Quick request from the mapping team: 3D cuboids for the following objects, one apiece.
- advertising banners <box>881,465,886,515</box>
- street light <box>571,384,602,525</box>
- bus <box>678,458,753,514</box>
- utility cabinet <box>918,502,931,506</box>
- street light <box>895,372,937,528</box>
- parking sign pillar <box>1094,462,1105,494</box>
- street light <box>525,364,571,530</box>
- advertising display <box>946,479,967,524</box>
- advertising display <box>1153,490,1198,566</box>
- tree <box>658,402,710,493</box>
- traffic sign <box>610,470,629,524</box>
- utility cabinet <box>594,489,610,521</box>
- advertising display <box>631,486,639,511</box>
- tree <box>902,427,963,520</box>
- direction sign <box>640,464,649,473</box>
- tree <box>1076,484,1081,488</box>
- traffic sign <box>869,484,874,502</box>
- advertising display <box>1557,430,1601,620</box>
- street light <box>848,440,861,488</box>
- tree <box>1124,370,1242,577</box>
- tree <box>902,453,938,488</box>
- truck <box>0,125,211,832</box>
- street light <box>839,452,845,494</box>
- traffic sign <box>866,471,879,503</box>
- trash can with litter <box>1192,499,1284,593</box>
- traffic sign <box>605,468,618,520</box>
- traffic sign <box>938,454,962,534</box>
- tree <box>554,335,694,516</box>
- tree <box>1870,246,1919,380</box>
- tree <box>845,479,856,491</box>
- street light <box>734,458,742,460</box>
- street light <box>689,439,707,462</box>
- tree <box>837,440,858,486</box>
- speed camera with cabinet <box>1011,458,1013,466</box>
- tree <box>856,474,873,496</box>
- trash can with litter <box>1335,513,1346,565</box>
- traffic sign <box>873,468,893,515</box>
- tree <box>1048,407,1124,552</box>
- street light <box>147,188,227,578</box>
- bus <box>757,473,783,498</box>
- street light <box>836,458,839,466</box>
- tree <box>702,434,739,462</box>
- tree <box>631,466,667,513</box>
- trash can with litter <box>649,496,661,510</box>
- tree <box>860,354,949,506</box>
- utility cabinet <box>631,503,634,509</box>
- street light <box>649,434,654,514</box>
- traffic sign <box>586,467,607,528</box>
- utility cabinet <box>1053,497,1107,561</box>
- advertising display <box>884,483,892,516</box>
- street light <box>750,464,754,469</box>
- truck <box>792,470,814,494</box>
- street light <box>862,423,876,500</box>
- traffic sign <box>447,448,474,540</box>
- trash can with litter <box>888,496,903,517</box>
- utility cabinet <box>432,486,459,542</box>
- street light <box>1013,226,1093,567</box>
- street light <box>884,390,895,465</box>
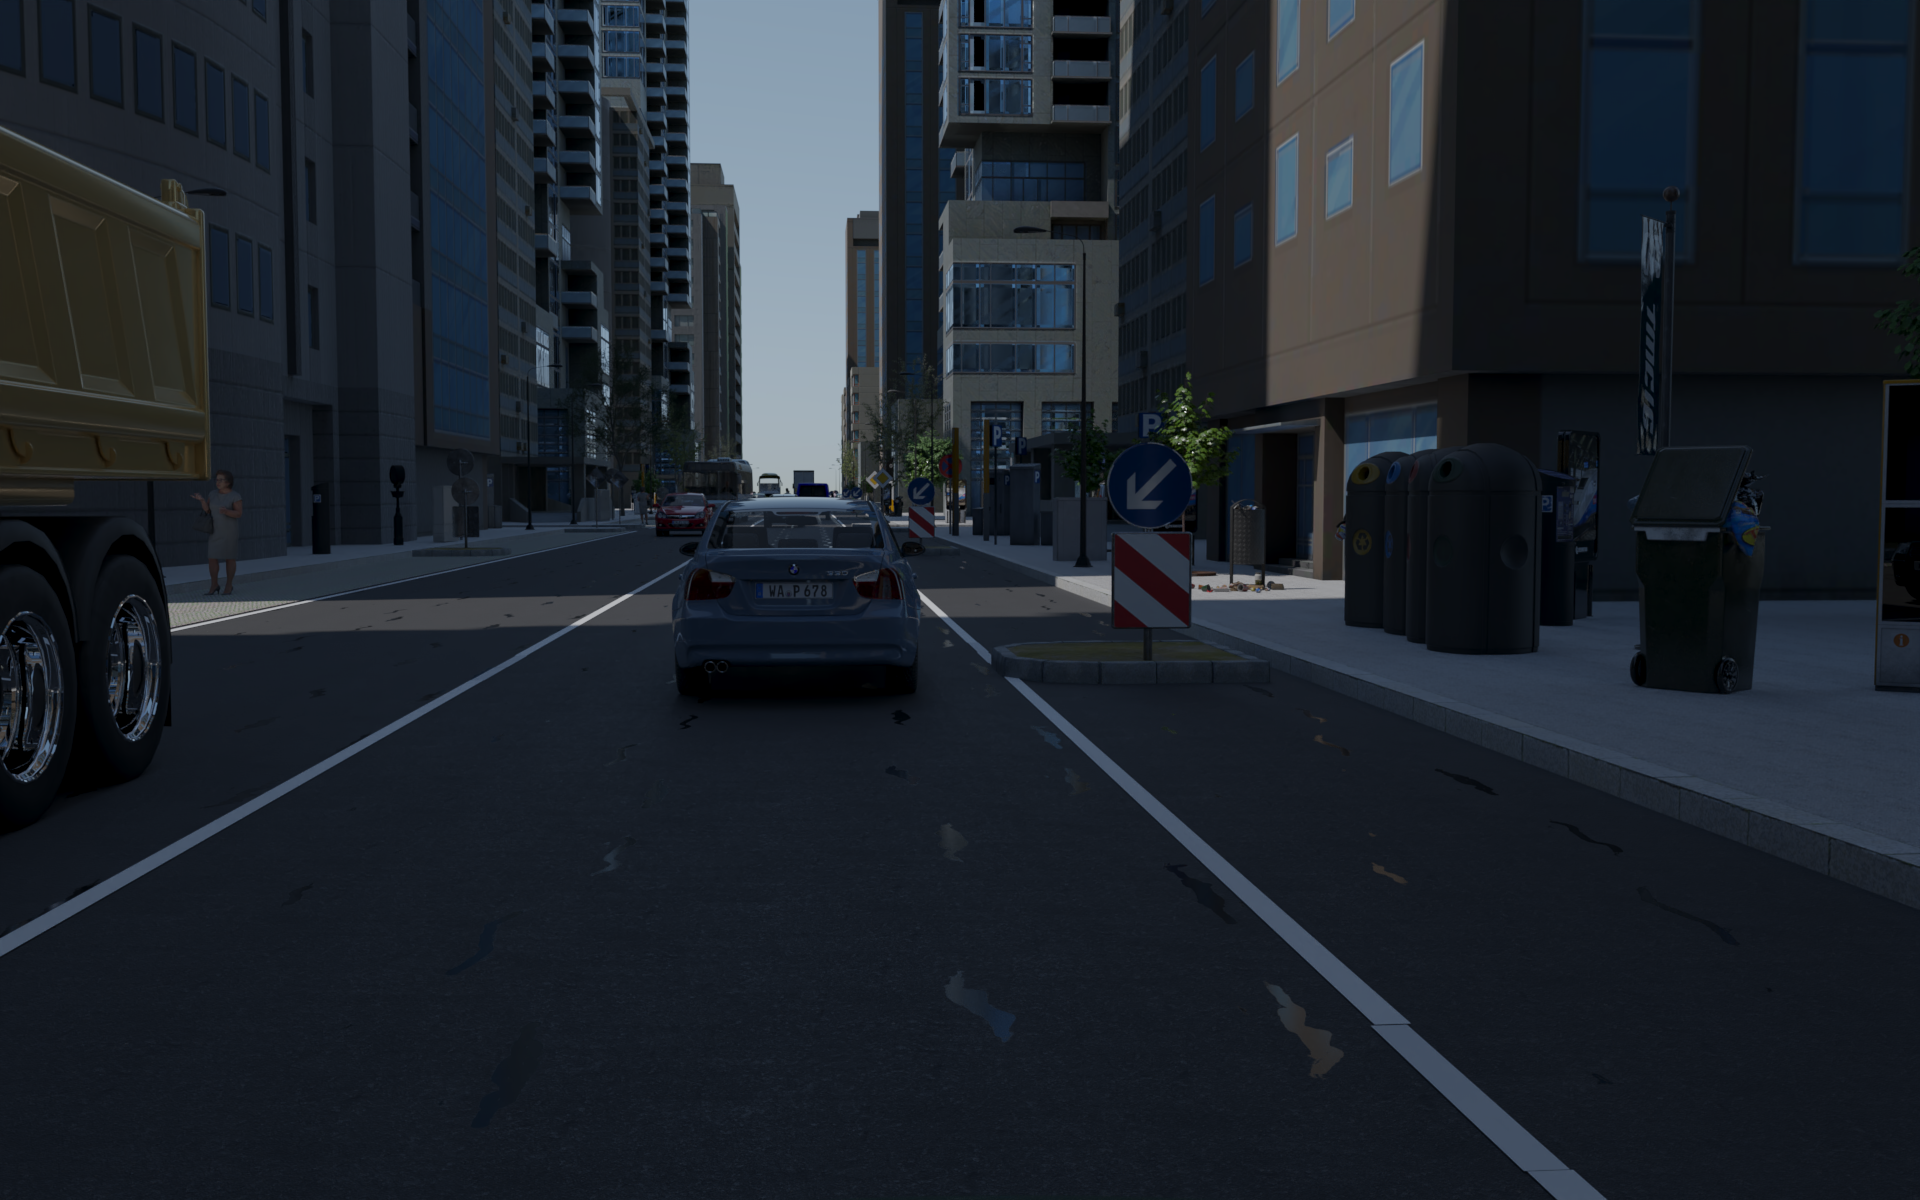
[{"bbox_3d":[-4.636,-6.665,105.167,0.090,3.025,2.074,0,4,4],"label":"advertising banners"},{"bbox_3d":[-15.770,-6.143,72.979,1.470,5.913,1.316,0,4,-5],"label":"street light"},{"bbox_3d":[-12.110,-5.649,87.223,2.948,3.499,13.247,0,4,-3],"label":"bus"},{"bbox_3d":[-1.937,-5.242,94.387,0.318,1.500,1.173,-1,4,-23],"label":"utility cabinet"},{"bbox_3d":[-1.606,-5.724,66.123,1.470,5.913,1.316,0,4,-5],"label":"street light"},{"bbox_3d":[6.274,-5.285,74.879,1.447,3.967,1.447,-2,4,-25],"label":"parking sign pillar"},{"bbox_3d":[-14.872,-5.467,61.922,1.470,5.913,1.316,0,4,-5],"label":"street light"},{"bbox_3d":[-0.157,-4.302,75.547,0.974,1.923,0.123,2,4,27],"label":"advertising display"},{"bbox_3d":[3.790,-1.571,30.894,0.974,1.923,0.123,-1,4,-22],"label":"advertising display"},{"bbox_3d":[-22.064,-11.362,136.137,4.737,8.622,4.395,0,3,0],"label":"tree"},{"bbox_3d":[-14.400,-4.259,73.280,0.795,2.450,0.064,0,4,-5],"label":"traffic sign"},{"bbox_3d":[-16.805,-4.448,81.411,0.318,1.500,1.173,1,4,10],"label":"utility cabinet"},{"bbox_3d":[-24.461,-7.710,131.279,0.974,1.923,0.123,1,4,18],"label":"advertising display"},{"bbox_3d":[-1.371,-6.203,85.130,4.285,4.588,4.351,0,3,0],"label":"tree"},{"bbox_3d":[-23.510,-8.389,129.161,0.876,3.537,0.379,2,4,32],"label":"direction sign"},{"bbox_3d":[7.420,-6.720,93.589,4.285,4.588,4.351,0,3,0],"label":"tree"},{"bbox_3d":[-6.047,-7.421,121.444,0.768,2.556,0.104,0,4,-3],"label":"traffic sign"},{"bbox_3d":[6.337,-0.768,17.770,0.123,1.923,0.974,3,4,38],"label":"advertising display"},{"bbox_3d":[-9.151,-11.070,153.537,1.470,5.913,1.316,0,4,-5],"label":"street light"},{"bbox_3d":[3.544,-1.990,27.138,1.663,3.219,1.824,0,3,0],"label":"tree"},{"bbox_3d":[-1.789,-5.294,81.150,1.663,3.219,1.824,0,3,0],"label":"tree"},{"bbox_3d":[-4.981,-0.548,4.890,3.469,3.379,9.791,0,4,-6],"label":"truck"},{"bbox_3d":[-12.156,-13.245,189.097,1.470,5.913,1.316,0,4,-5],"label":"street light"},{"bbox_3d":[-3.644,-4.315,74.192,0.795,2.450,0.064,0,4,-5],"label":"traffic sign"},{"bbox_3d":[3.450,-0.738,23.123,2.233,1.210,1.678,-1,4,-23],"label":"trash can with litter"},{"bbox_3d":[-17.192,-5.235,85.700,0.768,2.556,0.104,0,4,-3],"label":"traffic sign"},{"bbox_3d":[-0.308,-3.377,55.321,0.768,2.556,0.104,0,4,-2],"label":"traffic sign"},{"bbox_3d":[-19.682,-10.199,101.174,8.767,10.594,7.601,0,4,-2],"label":"tree"},{"bbox_3d":[10.802,-2.041,17.084,4.285,4.588,4.351,0,3,0],"label":"tree"},{"bbox_3d":[-12.348,-12.545,199.719,1.663,3.219,1.824,0,3,0],"label":"tree"},{"bbox_3d":[-29.756,-15.876,232.116,1.470,5.913,1.316,0,4,-5],"label":"street light"},{"bbox_3d":[-22.494,-10.807,149.241,1.470,5.913,1.316,0,4,-5],"label":"street light"},{"bbox_3d":[-14.622,-17.233,232.129,4.737,8.622,4.395,0,3,0],"label":"tree"},{"bbox_3d":[2.166,-6.137,94.671,2.038,3.252,0.660,3,5,40],"label":"speed camera with cabinet"},{"bbox_3d":[-8.585,-10.325,163.415,1.663,3.219,1.824,0,3,0],"label":"tree"},{"bbox_3d":[4.402,-0.465,18.993,0.624,1.170,1.055,1,4,9],"label":"trash can with litter"},{"bbox_3d":[-2.952,-3.828,66.237,0.795,2.450,0.064,0,4,-5],"label":"traffic sign"},{"bbox_3d":[3.012,-2.683,38.467,1.663,3.219,1.824,0,3,0],"label":"tree"},{"bbox_3d":[-11.817,-3.292,26.366,1.470,5.913,1.316,0,4,-5],"label":"street light"},{"bbox_3d":[-22.425,-12.984,203.833,2.896,3.916,12.252,0,4,-7],"label":"bus"},{"bbox_3d":[-16.209,-16.119,236.090,1.470,5.913,1.316,0,4,-5],"label":"street light"},{"bbox_3d":[-28.554,-15.761,208.057,4.360,8.622,3.978,0,3,0],"label":"tree"},{"bbox_3d":[-20.826,-7.473,116.785,1.663,3.219,1.824,0,3,0],"label":"tree"},{"bbox_3d":[-24.843,-8.009,142.005,2.233,1.210,1.678,1,4,22],"label":"trash can with litter"},{"bbox_3d":[-2.667,-8.566,90.416,4.360,8.622,3.978,0,3,0],"label":"tree"},{"bbox_3d":[-27.142,-8.228,145.682,1.020,1.237,0.306,1,4,12],"label":"utility cabinet"},{"bbox_3d":[-18.998,-8.374,109.450,1.470,5.913,1.316,0,4,-5],"label":"street light"},{"bbox_3d":[-13.708,-3.773,65.325,0.795,2.450,0.064,0,4,-5],"label":"traffic sign"},{"bbox_3d":[2.310,-1.360,33.398,1.020,1.237,0.306,-1,4,-16],"label":"utility cabinet"},{"bbox_3d":[-4.277,-5.907,101.786,0.123,1.923,0.974,-2,4,-29],"label":"advertising display"},{"bbox_3d":[-32.749,-18.062,267.853,1.470,5.913,1.316,0,4,-5],"label":"street light"},{"bbox_3d":[-18.782,-13.423,208.372,2.839,4.237,11.283,0,4,-5],"label":"truck"},{"bbox_3d":[-5.504,-8.609,113.297,1.470,5.913,1.316,0,4,-5],"label":"street light"},{"bbox_3d":[-13.936,-2.949,48.326,0.768,2.556,0.104,0,4,-1],"label":"traffic sign"},{"bbox_3d":[-3.671,-5.282,97.749,0.624,1.170,1.055,-3,5,-42],"label":"trash can with litter"},{"bbox_3d":[-13.764,-2.302,46.319,0.318,1.500,1.173,0,4,3],"label":"utility cabinet"},{"bbox_3d":[1.623,-3.527,30.216,1.470,5.913,1.316,0,4,-5],"label":"street light"},{"bbox_3d":[-2.523,-6.421,77.517,1.470,5.913,1.316,0,4,-5],"label":"street light"}]
